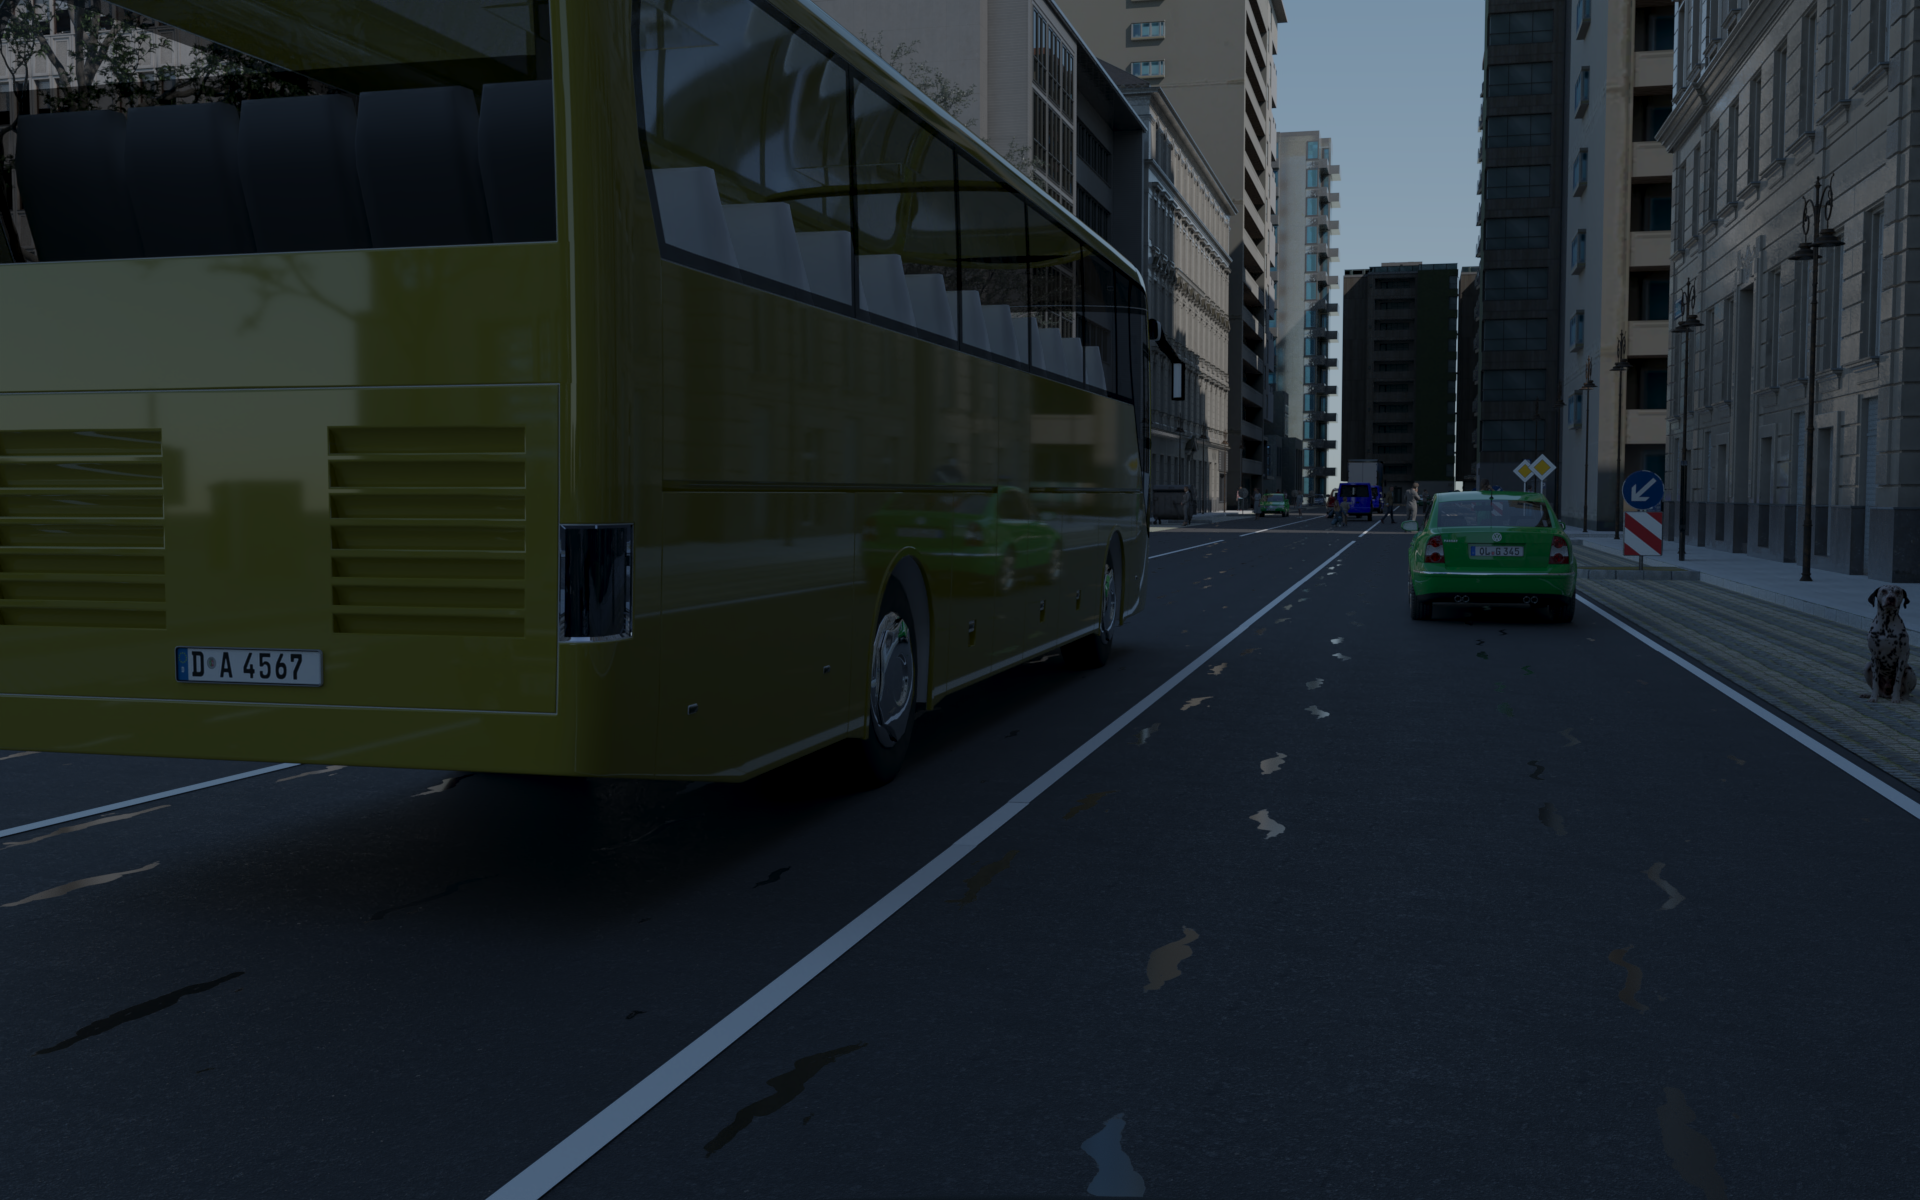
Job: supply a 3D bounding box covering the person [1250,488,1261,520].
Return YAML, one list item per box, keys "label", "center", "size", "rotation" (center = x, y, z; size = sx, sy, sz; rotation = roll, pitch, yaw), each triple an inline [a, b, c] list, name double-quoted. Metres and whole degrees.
- label: "person"
  center: [16.200, -5.242, 94.784]
  size: [0.524, 1.755, 0.480]
  rotation: [-3, 4, -36]

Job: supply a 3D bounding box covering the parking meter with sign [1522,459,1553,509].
- label: "parking meter with sign"
  center: [28.591, -5.467, 85.643]
  size: [0.543, 3.016, 1.738]
  rotation: [-2, 4, -26]

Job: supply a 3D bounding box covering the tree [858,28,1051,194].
- label: "tree"
  center: [-1.648, -8.288, 45.878]
  size: [12.009, 13.543, 11.850]
  rotation: [0, 3, 0]

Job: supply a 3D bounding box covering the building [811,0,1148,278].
- label: "building"
  center: [-0.807, -15.850, 78.213]
  size: [14.314, 24.678, 30.058]
  rotation: [1, 4, 15]

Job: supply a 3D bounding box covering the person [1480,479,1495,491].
- label: "person"
  center: [12.245, -1.942, 40.491]
  size: [0.529, 1.795, 0.600]
  rotation: [-3, 4, -36]

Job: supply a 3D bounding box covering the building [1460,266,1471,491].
- label: "building"
  center: [69.228, -27.161, 215.786]
  size: [14.107, 30.474, 14.160]
  rotation: [1, 4, 15]

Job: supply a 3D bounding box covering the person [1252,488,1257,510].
- label: "person"
  center: [24.366, -8.362, 143.320]
  size: [0.434, 1.755, 0.990]
  rotation: [3, 4, 38]

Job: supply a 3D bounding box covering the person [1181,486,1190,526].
- label: "person"
  center: [9.933, -4.162, 76.817]
  size: [0.573, 1.790, 0.520]
  rotation: [-2, 4, -25]

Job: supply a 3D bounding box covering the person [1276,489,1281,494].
- label: "person"
  center: [33.825, -10.892, 184.061]
  size: [1.348, 1.831, 0.705]
  rotation: [2, 4, 27]

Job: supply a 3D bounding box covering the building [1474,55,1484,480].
- label: "building"
  center: [58.495, -30.707, 156.680]
  size: [22.147, 44.769, 28.867]
  rotation: [1, 4, 15]

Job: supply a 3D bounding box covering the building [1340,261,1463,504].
- label: "building"
  center: [55.393, -27.336, 218.640]
  size: [14.107, 30.474, 14.160]
  rotation: [1, 4, 15]

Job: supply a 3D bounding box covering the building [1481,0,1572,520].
- label: "building"
  center: [34.831, -19.572, 91.704]
  size: [14.160, 30.474, 14.107]
  rotation: [1, 4, 15]

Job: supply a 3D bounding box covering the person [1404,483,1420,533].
- label: "person"
  center: [16.810, -3.431, 64.398]
  size: [0.447, 1.846, 0.655]
  rotation: [-3, 4, -38]

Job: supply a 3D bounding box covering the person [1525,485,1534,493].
- label: "person"
  center: [27.447, -4.690, 83.565]
  size: [0.563, 1.720, 0.643]
  rotation: [3, 4, 39]

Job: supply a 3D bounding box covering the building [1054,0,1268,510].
- label: "building"
  center: [14.363, -32.029, 147.371]
  size: [21.300, 48.544, 21.600]
  rotation: [1, 4, 15]

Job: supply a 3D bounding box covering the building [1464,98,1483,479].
- label: "building"
  center: [66.851, -34.588, 185.117]
  size: [23.786, 49.044, 30.456]
  rotation: [1, 4, 15]

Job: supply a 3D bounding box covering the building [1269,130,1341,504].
- label: "building"
  center: [34.601, -37.276, 229.071]
  size: [30.456, 49.044, 23.786]
  rotation: [1, 4, 15]

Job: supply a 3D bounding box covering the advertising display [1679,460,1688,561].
- label: "advertising display"
  center: [13.988, -1.731, 33.510]
  size: [0.123, 1.923, 0.974]
  rotation: [1, 4, 23]

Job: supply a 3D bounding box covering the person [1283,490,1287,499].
- label: "person"
  center: [33.494, -10.503, 178.440]
  size: [0.621, 1.740, 0.551]
  rotation: [1, 4, 15]

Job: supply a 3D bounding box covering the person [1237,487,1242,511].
- label: "person"
  center: [21.177, -7.633, 130.847]
  size: [0.555, 1.821, 0.388]
  rotation: [-1, 4, -17]

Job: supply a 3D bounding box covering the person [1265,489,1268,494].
- label: "person"
  center: [32.874, -10.971, 185.548]
  size: [0.705, 1.807, 1.348]
  rotation: [0, 4, -3]

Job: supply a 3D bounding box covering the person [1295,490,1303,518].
- label: "person"
  center: [20.251, -5.730, 103.197]
  size: [0.522, 1.701, 0.512]
  rotation: [-3, 5, -41]

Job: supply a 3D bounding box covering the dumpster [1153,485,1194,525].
- label: "dumpster"
  center: [9.916, -4.428, 80.615]
  size: [1.865, 1.857, 1.264]
  rotation: [1, 4, 16]

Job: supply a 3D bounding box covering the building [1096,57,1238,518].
- label: "building"
  center: [7.765, -20.653, 114.087]
  size: [17.030, 29.872, 44.131]
  rotation: [1, 4, 15]

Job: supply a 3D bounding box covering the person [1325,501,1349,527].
- label: "person"
  center: [16.691, -3.810, 76.287]
  size: [1.012, 1.151, 0.738]
  rotation: [2, 4, 31]

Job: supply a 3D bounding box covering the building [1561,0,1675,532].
- label: "building"
  center: [34.740, -27.033, 65.698]
  size: [21.600, 48.544, 21.300]
  rotation: [1, 4, 15]

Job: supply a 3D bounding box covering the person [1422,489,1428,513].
- label: "person"
  center: [35.040, -7.447, 130.445]
  size: [0.473, 1.802, 0.592]
  rotation: [2, 4, 24]

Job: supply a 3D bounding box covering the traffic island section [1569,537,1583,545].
- label: "traffic island section"
  center: [16.814, -1.696, 50.012]
  size: [2.009, 0.180, 2.903]
  rotation: [1, 4, 15]

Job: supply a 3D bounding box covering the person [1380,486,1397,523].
- label: "person"
  center: [20.950, -4.655, 84.523]
  size: [0.836, 1.842, 0.656]
  rotation: [0, 4, 7]

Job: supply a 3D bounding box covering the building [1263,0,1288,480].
- label: "building"
  center: [16.867, -35.638, 171.917]
  size: [28.713, 52.752, 27.495]
  rotation: [1, 4, 15]

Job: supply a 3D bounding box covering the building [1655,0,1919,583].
- label: "building"
  center: [21.957, -14.504, 34.402]
  size: [12.463, 27.353, 25.104]
  rotation: [1, 4, 15]

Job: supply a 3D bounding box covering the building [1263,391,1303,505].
- label: "building"
  center: [23.456, -54.243, 199.544]
  size: [31.000, 86.520, 22.319]
  rotation: [1, 4, 15]

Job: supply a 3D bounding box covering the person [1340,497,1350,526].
- label: "person"
  center: [17.286, -3.981, 77.859]
  size: [0.475, 1.303, 0.640]
  rotation: [1, 4, 13]
